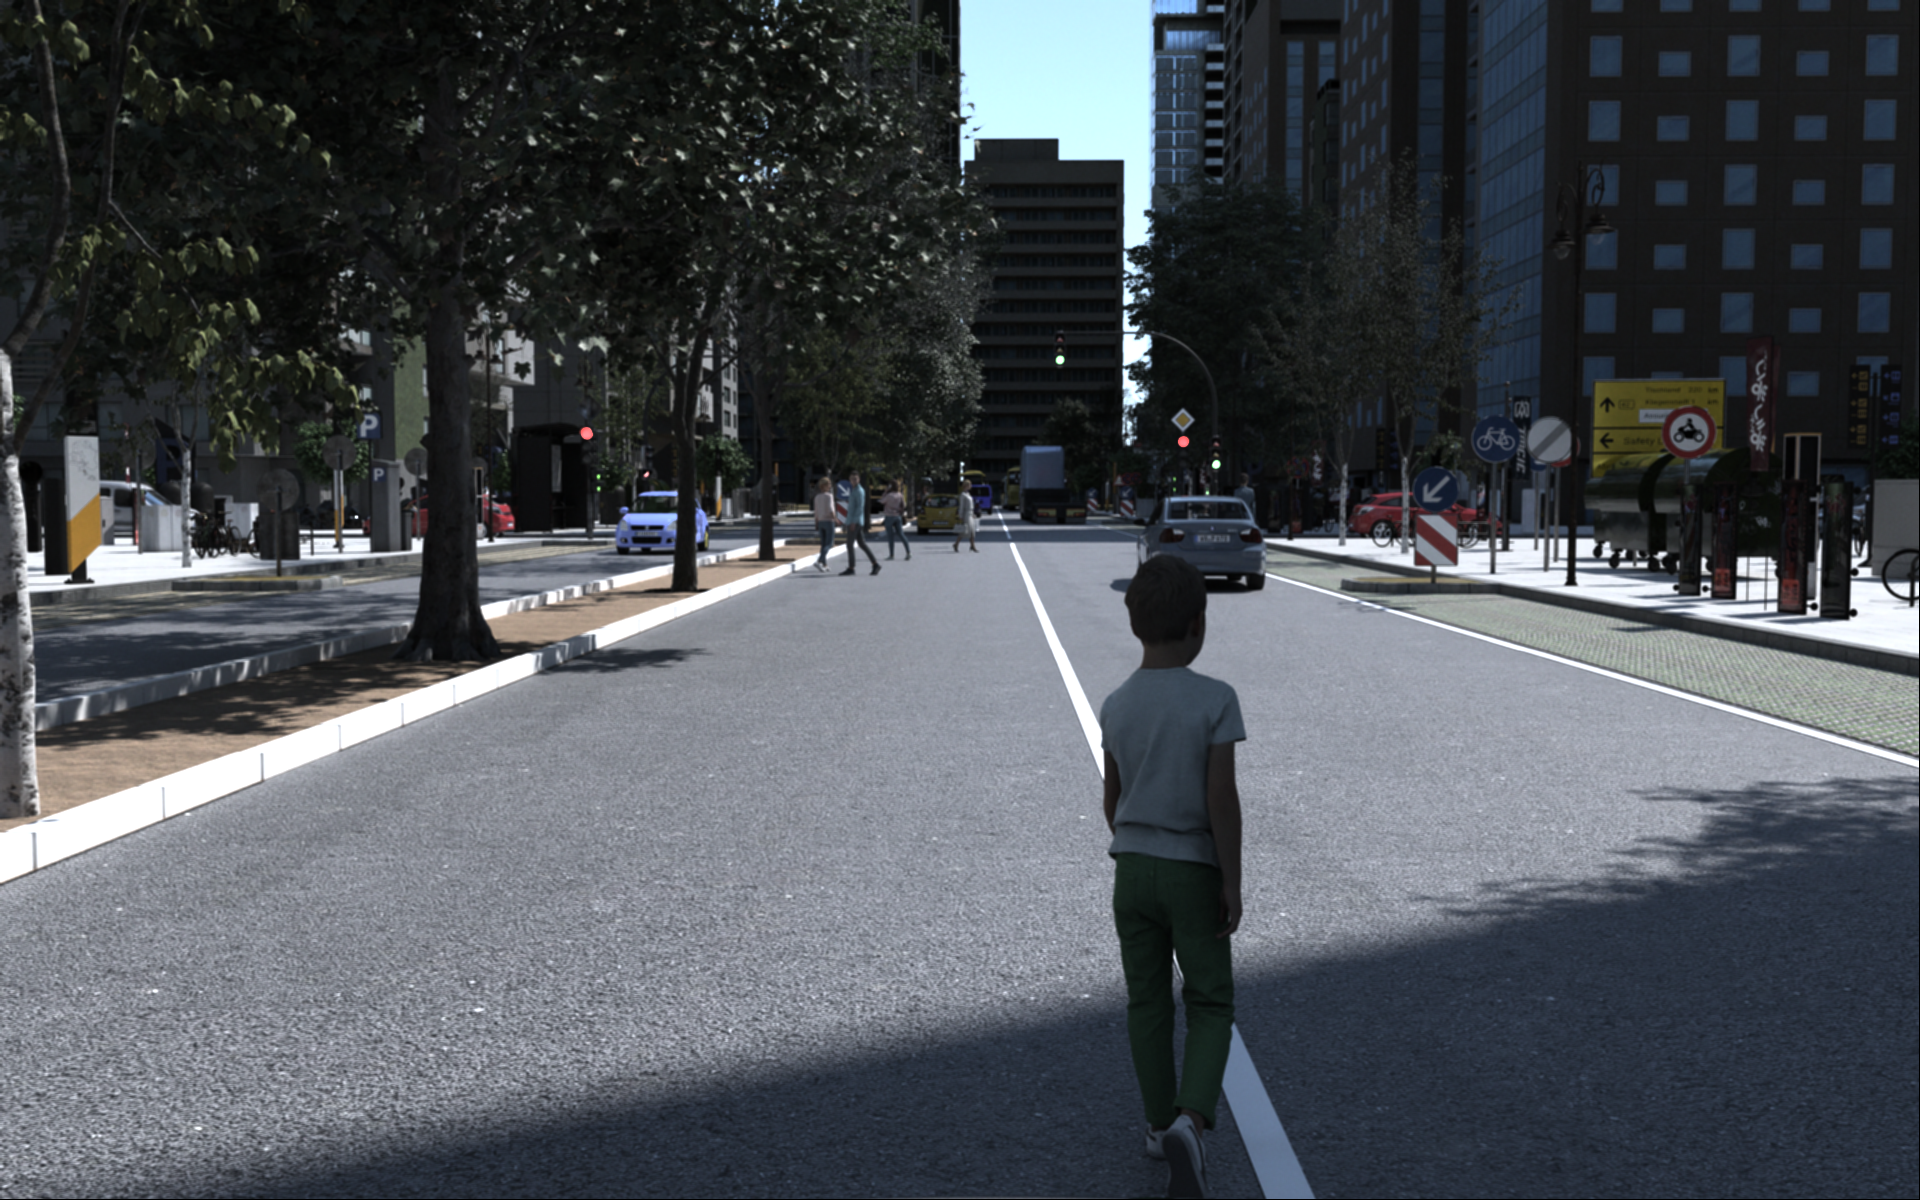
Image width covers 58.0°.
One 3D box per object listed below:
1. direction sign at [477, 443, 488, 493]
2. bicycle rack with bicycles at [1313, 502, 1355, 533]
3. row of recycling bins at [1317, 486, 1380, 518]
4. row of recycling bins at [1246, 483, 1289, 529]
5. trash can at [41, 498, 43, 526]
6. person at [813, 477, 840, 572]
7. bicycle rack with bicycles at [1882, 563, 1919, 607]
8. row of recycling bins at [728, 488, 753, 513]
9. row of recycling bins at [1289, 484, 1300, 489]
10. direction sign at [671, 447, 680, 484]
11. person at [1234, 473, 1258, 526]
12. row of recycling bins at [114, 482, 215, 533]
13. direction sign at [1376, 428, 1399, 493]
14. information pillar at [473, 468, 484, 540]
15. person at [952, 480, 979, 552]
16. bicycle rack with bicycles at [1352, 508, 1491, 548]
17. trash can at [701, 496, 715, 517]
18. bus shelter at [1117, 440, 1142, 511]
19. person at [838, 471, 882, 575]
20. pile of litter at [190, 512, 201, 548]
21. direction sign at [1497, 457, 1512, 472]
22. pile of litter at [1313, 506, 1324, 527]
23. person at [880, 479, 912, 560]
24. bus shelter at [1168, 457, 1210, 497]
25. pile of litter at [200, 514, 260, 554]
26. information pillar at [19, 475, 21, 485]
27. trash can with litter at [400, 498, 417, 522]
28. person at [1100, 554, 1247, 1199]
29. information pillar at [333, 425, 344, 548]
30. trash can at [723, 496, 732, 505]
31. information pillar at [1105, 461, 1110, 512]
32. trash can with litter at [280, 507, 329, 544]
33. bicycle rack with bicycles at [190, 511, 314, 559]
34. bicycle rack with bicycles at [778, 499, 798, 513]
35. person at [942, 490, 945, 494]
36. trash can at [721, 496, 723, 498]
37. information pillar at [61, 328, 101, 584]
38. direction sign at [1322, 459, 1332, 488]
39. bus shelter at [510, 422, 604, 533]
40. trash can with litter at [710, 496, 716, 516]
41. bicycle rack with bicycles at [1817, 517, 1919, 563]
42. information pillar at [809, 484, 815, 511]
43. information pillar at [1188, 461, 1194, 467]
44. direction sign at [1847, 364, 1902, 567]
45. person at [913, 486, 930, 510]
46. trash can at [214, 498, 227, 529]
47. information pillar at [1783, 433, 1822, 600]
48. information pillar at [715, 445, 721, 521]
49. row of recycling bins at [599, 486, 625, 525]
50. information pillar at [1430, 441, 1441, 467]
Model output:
[{"bbox_3d":[-21.276,-5.227,77.452,0.876,3.537,0.379,2,4,33],"label":"direction sign"},{"bbox_3d":[13.273,-2.712,57.720,2.852,0.926,2.925,0,4,-6],"label":"bicycle rack with bicycles"},{"bbox_3d":[20.352,-5.148,91.281,3.534,1.692,1.069,2,4,27],"label":"row of recycling bins"},{"bbox_3d":[11.481,-3.531,64.852,1.069,1.692,3.534,0,4,4],"label":"row of recycling bins"},{"bbox_3d":[-36.915,-3.569,70.014,0.748,1.137,0.748,0,3,0],"label":"trash can"},{"bbox_3d":[-2.495,-1.393,31.942,0.731,1.740,0.598,2,4,33],"label":"person"},{"bbox_3d":[12.059,-0.393,19.801,2.852,0.926,2.925,-3,5,-40],"label":"bicycle rack with bicycles"},{"bbox_3d":[-14.620,-6.656,115.931,1.069,1.692,3.534,1,4,11],"label":"row of recycling bins"},{"bbox_3d":[12.902,-3.979,72.174,3.534,1.692,1.069,-3,4,-38],"label":"row of recycling bins"},{"bbox_3d":[-13.563,-5.602,83.590,0.876,3.537,0.379,-3,5,-41],"label":"direction sign"},{"bbox_3d":[5.368,-1.478,32.694,0.581,1.822,0.654,-1,4,-9],"label":"person"},{"bbox_3d":[-26.928,-3.120,58.128,3.534,1.692,1.069,-2,4,-31],"label":"row of recycling bins"},{"bbox_3d":[14.652,-4.126,59.449,0.379,3.537,0.876,-3,5,-44],"label":"direction sign"},{"bbox_3d":[-13.558,-2.688,48.448,0.304,2.012,0.304,1,4,23],"label":"information pillar"},{"bbox_3d":[0.142,-2.076,42.788,0.624,1.780,0.694,2,4,33],"label":"person"},{"bbox_3d":[11.379,-1.735,41.746,2.925,0.926,2.852,0,4,-4],"label":"bicycle rack with bicycles"},{"bbox_3d":[-14.173,-5.221,97.023,0.748,1.137,0.748,0,3,0],"label":"trash can"},{"bbox_3d":[12.410,-9.077,126.035,2.179,5.291,8.768,0,4,1],"label":"bus shelter"},{"bbox_3d":[-1.767,-1.354,30.495,0.748,1.841,0.638,0,4,2],"label":"person"},{"bbox_3d":[-17.956,-1.679,41.409,1.719,0.858,1.176,2,4,25],"label":"pile of litter"},{"bbox_3d":[19.553,-4.294,62.199,0.876,3.537,0.379,-1,4,-17],"label":"direction sign"},{"bbox_3d":[13.428,-3.258,67.226,1.719,0.858,1.176,-2,4,-30],"label":"pile of litter"},{"bbox_3d":[-1.363,-1.748,37.676,0.593,1.750,0.643,-3,5,-40],"label":"person"},{"bbox_3d":[12.939,-6.322,97.286,2.014,3.302,5.546,0,4,1],"label":"bus shelter"},{"bbox_3d":[-15.510,-1.473,38.043,1.176,0.858,1.719,3,5,44],"label":"pile of litter"},{"bbox_3d":[-33.364,-3.466,61.157,0.304,2.012,0.304,0,4,-8],"label":"information pillar"},{"bbox_3d":[-15.327,-2.179,47.007,1.055,1.170,0.624,-3,5,-42],"label":"trash can with litter"},{"bbox_3d":[0.437,0.560,3.595,0.306,1.304,0.590,1,4,8],"label":"person"},{"bbox_3d":[-14.862,-3.060,41.382,0.183,3.616,0.504,0,4,-6],"label":"information pillar"},{"bbox_3d":[-14.094,-5.861,107.478,0.748,1.137,0.748,0,3,0],"label":"trash can"},{"bbox_3d":[10.451,-8.023,122.533,0.183,3.616,0.504,2,4,29],"label":"information pillar"},{"bbox_3d":[-17.566,-2.077,45.014,1.678,1.210,2.233,-3,5,-42],"label":"trash can with litter"},{"bbox_3d":[-14.632,-1.335,35.204,2.852,0.926,2.925,0,4,7],"label":"bicycle rack with bicycles"},{"bbox_3d":[-13.439,-7.073,129.025,2.925,0.926,2.852,-2,4,-29],"label":"bicycle rack with bicycles"},{"bbox_3d":[-1.396,-8.813,152.674,0.705,1.814,1.350,1,4,18],"label":"person"},{"bbox_3d":[-17.603,-7.020,126.438,0.748,1.137,0.748,0,3,0],"label":"trash can"},{"bbox_3d":[-12.580,-2.045,24.783,0.183,3.616,0.504,2,4,30],"label":"information pillar"},{"bbox_3d":[23.923,-7.420,113.310,0.876,3.537,0.379,-1,4,-21],"label":"direction sign"},{"bbox_3d":[-13.859,-4.198,59.921,1.731,3.624,6.357,0,4,1],"label":"bus shelter"},{"bbox_3d":[-14.212,-5.510,101.471,1.055,1.170,0.624,-1,4,-19],"label":"trash can with litter"},{"bbox_3d":[18.186,-1.363,35.660,2.852,0.926,2.925,2,4,35],"label":"bicycle rack with bicycles"},{"bbox_3d":[-10.926,-7.551,127.944,0.304,2.012,0.304,-2,4,-29],"label":"information pillar"},{"bbox_3d":[15.013,-7.427,112.779,0.504,3.616,0.183,-1,4,-14],"label":"information pillar"},{"bbox_3d":[16.004,-2.347,30.375,0.876,3.537,0.379,0,4,6],"label":"direction sign"},{"bbox_3d":[-1.562,-3.800,70.987,0.716,1.782,0.532,0,4,1],"label":"person"},{"bbox_3d":[-27.662,-3.230,64.471,0.748,1.137,0.748,0,3,0],"label":"trash can"},{"bbox_3d":[10.198,-1.011,21.024,0.304,2.012,0.304,0,4,-5],"label":"information pillar"},{"bbox_3d":[-11.467,-5.555,82.177,0.183,3.616,0.504,1,4,14],"label":"information pillar"},{"bbox_3d":[-14.679,-4.048,73.294,1.069,1.692,3.534,-1,4,-15],"label":"row of recycling bins"},{"bbox_3d":[20.670,-5.137,75.342,0.504,3.616,0.183,-1,4,-17],"label":"information pillar"}]
